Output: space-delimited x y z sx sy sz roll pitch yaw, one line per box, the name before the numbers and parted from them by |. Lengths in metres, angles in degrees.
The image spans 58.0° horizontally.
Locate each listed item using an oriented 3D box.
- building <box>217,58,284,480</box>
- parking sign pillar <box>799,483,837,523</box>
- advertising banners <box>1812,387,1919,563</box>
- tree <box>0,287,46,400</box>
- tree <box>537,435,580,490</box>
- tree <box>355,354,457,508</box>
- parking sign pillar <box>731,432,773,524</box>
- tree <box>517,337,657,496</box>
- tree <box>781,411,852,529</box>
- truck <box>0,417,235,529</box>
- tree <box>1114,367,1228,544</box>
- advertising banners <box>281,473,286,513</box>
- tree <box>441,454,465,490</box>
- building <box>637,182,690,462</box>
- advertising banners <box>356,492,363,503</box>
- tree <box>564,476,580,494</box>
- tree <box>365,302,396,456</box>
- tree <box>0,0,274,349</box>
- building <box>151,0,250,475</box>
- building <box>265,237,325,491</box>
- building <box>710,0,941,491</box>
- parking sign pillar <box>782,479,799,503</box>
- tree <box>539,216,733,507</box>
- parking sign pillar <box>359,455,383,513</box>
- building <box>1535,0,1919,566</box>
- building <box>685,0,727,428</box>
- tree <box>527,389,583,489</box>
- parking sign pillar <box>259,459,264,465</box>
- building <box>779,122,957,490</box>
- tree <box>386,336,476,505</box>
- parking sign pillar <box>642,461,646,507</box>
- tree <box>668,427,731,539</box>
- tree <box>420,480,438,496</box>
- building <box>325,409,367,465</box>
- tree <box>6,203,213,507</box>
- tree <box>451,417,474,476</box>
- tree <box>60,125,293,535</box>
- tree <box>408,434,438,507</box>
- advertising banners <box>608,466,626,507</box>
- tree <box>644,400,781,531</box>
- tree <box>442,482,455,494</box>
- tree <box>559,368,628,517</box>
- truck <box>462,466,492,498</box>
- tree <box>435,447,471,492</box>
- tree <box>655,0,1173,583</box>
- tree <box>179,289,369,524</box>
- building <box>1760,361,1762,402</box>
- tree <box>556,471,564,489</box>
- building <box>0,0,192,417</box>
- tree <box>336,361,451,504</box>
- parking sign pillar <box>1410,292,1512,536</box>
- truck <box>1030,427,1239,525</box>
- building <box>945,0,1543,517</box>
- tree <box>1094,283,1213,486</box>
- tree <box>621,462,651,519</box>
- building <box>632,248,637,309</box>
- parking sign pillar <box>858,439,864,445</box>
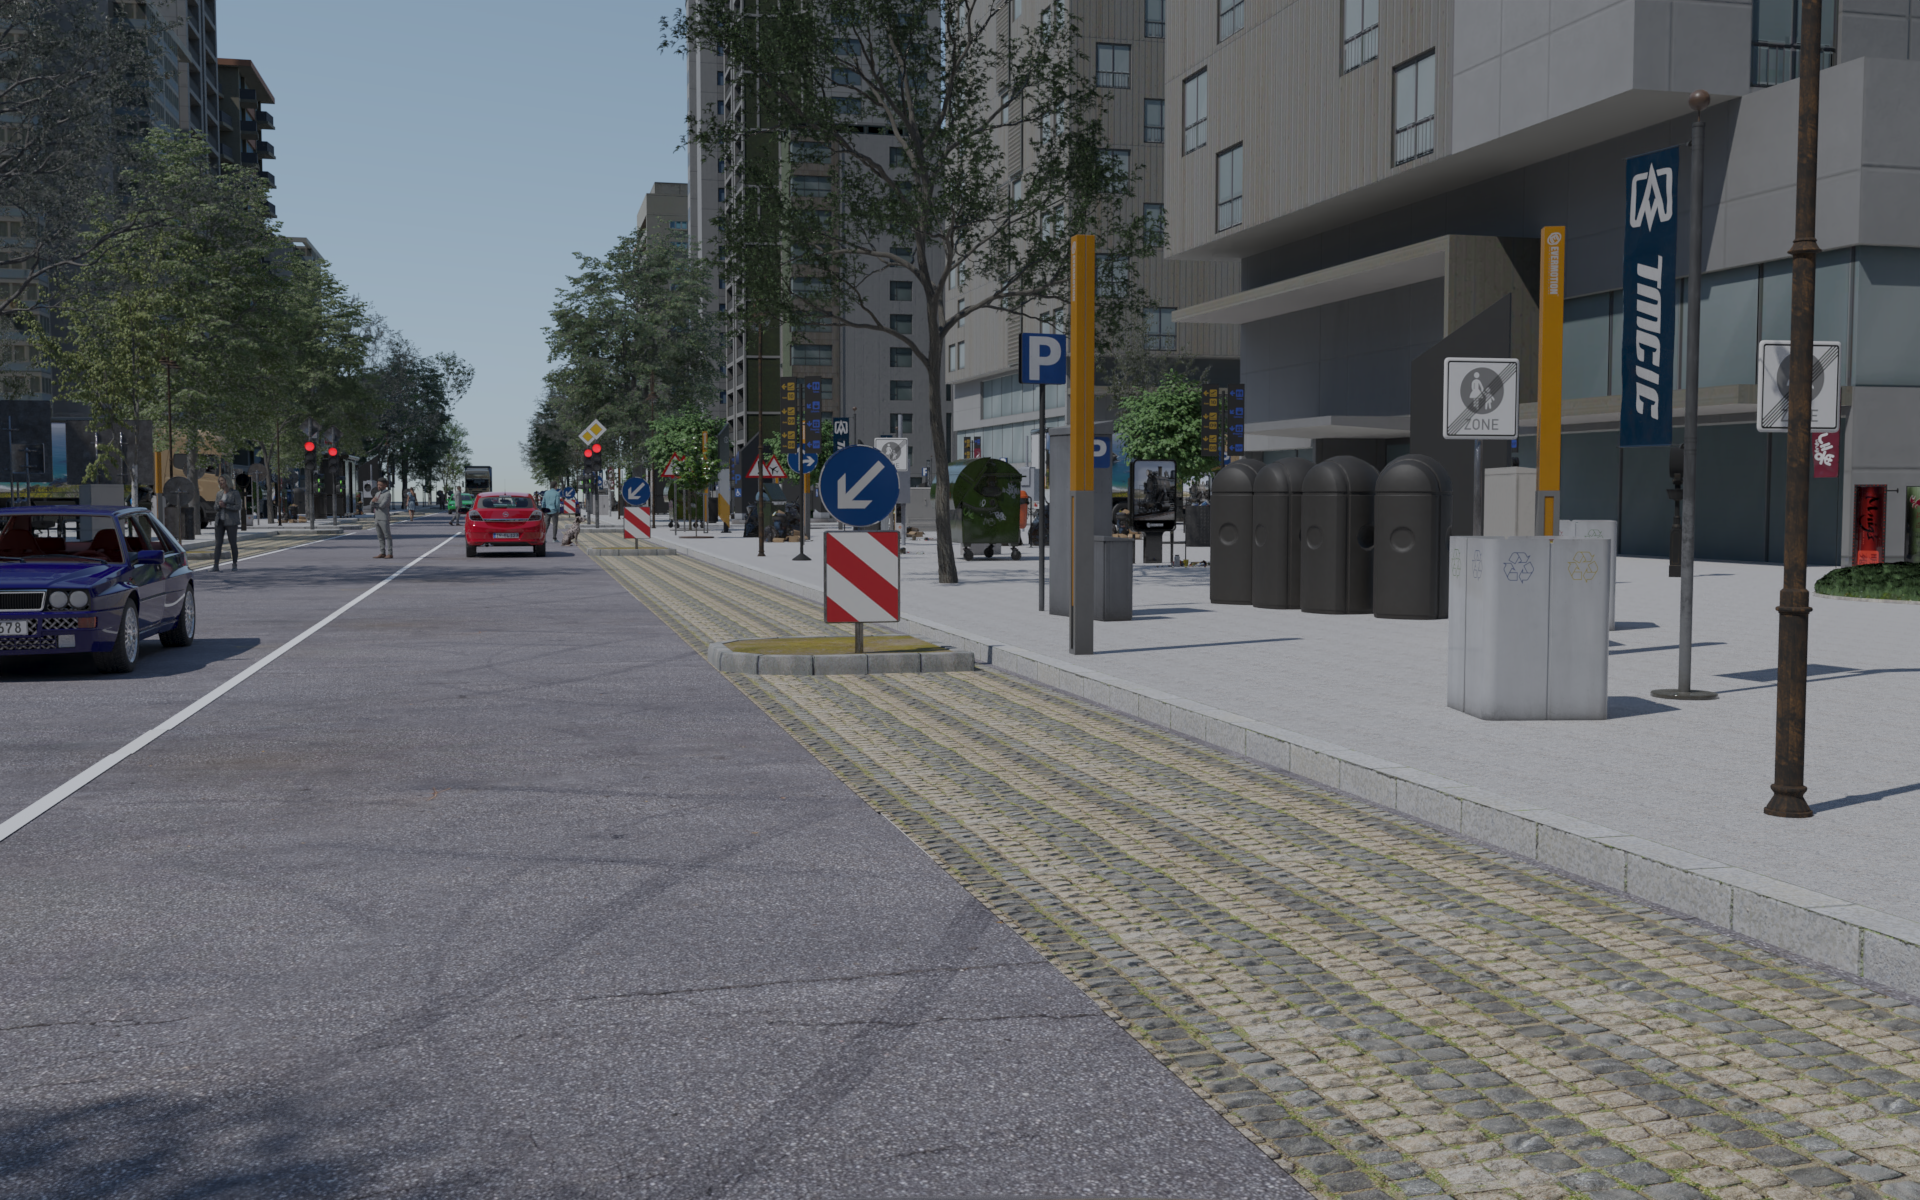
building | -79.457 -31.499 169.633 22.147 44.769 28.867 -1 4 -14
parking sign pillar | -6.238 -5.465 77.831 1.447 3.967 1.447 -1 4 -20
advertising banners | 14.693 -1.938 27.874 2.074 3.025 0.090 3 5 45
tree | -32.271 -6.512 56.835 4.360 8.622 3.978 0 3 0
tree | -53.923 -18.960 235.757 9.928 11.665 9.643 0 3 0
tree | -49.718 -15.190 155.017 9.857 13.997 8.962 0 3 0
parking sign pillar | -9.070 -5.236 74.074 1.447 3.967 1.447 2 4 34
tree | -28.347 -13.694 134.273 12.009 13.543 11.850 0 3 0
tree | -5.575 -4.938 64.444 4.285 4.588 4.351 0 3 0
truck | -32.326 -4.611 64.299 11.283 4.237 2.839 -1 4 -15
tree | 5.603 -3.750 45.023 4.285 4.588 4.351 0 3 0
advertising banners | -44.226 -7.155 113.172 0.090 3.025 2.074 -1 4 -14
tree | -80.901 -19.929 276.197 4.737 8.622 4.395 0 3 0
building | -37.896 -39.284 265.990 21.300 48.544 21.600 -1 4 -14
advertising banners | -40.370 -7.197 113.863 2.074 3.025 0.090 -1 4 -11
tree | -38.134 -10.818 171.478 1.663 3.219 1.824 0 3 0
tree | -31.115 -10.081 82.951 7.486 12.596 7.792 0 3 0
tree | -16.552 -7.099 26.442 12.009 13.543 11.850 0 3 0
building | -71.458 -43.230 145.058 20.563 71.187 20.611 -1 4 -14
building | -102.392 -33.598 241.207 32.217 40.220 23.993 -1 4 -14
building | -14.224 -44.893 172.258 20.563 71.187 20.611 -1 4 -14
parking sign pillar | -10.204 -7.189 106.019 1.447 3.967 1.447 0 4 7
tree | -15.204 -10.651 80.793 9.857 13.997 8.962 0 3 0
parking sign pillar | -40.647 -7.988 119.074 1.447 3.967 1.447 -1 4 -18
building | 22.573 -27.820 44.104 28.713 52.752 27.495 -1 4 -14
building | -20.244 -40.053 196.871 21.231 58.520 28.212 -1 4 -14
tree | -40.509 -15.831 176.960 7.486 12.596 7.792 0 3 0
parking sign pillar | -52.980 -8.694 130.615 1.447 3.967 1.447 1 4 9
building | -7.569 -22.449 138.743 14.160 30.474 14.107 -1 4 -14
tree | -65.259 -21.576 208.649 12.611 20.169 13.585 0 3 0
parking sign pillar | -21.660 -7.970 118.774 1.447 3.967 1.447 0 4 5
tree | -7.749 -3.409 50.339 1.663 3.219 1.824 0 3 0
tree | -56.045 -11.472 182.172 1.663 3.219 1.824 0 3 0
building | -107.467 -25.883 268.233 27.650 21.520 28.899 -1 4 -14
tree | -20.915 -5.677 43.189 4.737 8.622 4.395 0 3 0
tree | -68.462 -18.607 229.980 9.928 11.665 9.643 0 3 0
tree | -24.096 -8.331 54.346 7.486 12.596 7.792 0 3 0
tree | -54.922 -13.855 176.889 4.360 8.622 3.978 0 3 0
advertising banners | -21.096 -6.862 108.377 2.074 3.025 0.090 0 4 4
tree | -9.446 -4.722 60.925 4.285 4.588 4.351 0 3 0
tree | -69.899 -14.766 236.023 1.663 3.219 1.824 0 3 0
tree | -20.033 -9.026 97.943 4.360 8.622 3.978 0 3 0
truck | -48.231 -11.290 173.498 2.839 4.237 11.283 -1 4 -14
tree | -86.198 -22.052 294.966 7.601 10.594 8.767 -1 4 -8
tree | -0.506 -5.523 24.717 7.601 10.594 8.767 0 4 7
tree | -29.743 -8.581 74.711 8.767 10.594 7.601 -1 4 -10
building | 43.952 -25.962 108.066 14.086 41.232 14.154 -1 4 -14
tree | -57.035 -18.112 246.500 4.737 8.622 4.395 0 3 0
building | -69.315 -26.334 122.443 32.217 40.220 23.993 -1 4 -14
tree | -44.895 -12.729 133.876 9.928 11.665 9.643 0 3 0
parking sign pillar | 6.840 -2.153 23.668 1.447 3.967 1.447 2 4 25
truck | 8.786 -5.272 75.103 11.283 4.237 2.839 -1 4 -13
building | 14.862 -31.563 105.295 27.495 52.752 28.713 -1 4 -14
tree | 6.390 -6.714 60.138 4.360 8.622 3.978 0 3 0
tree | -17.095 -5.818 89.723 1.663 3.219 1.824 0 3 0
building | -43.468 -38.968 291.747 22.147 44.769 28.867 -1 4 -14
parking sign pillar | -4.522 -5.957 85.874 1.447 3.967 1.447 2 4 32
